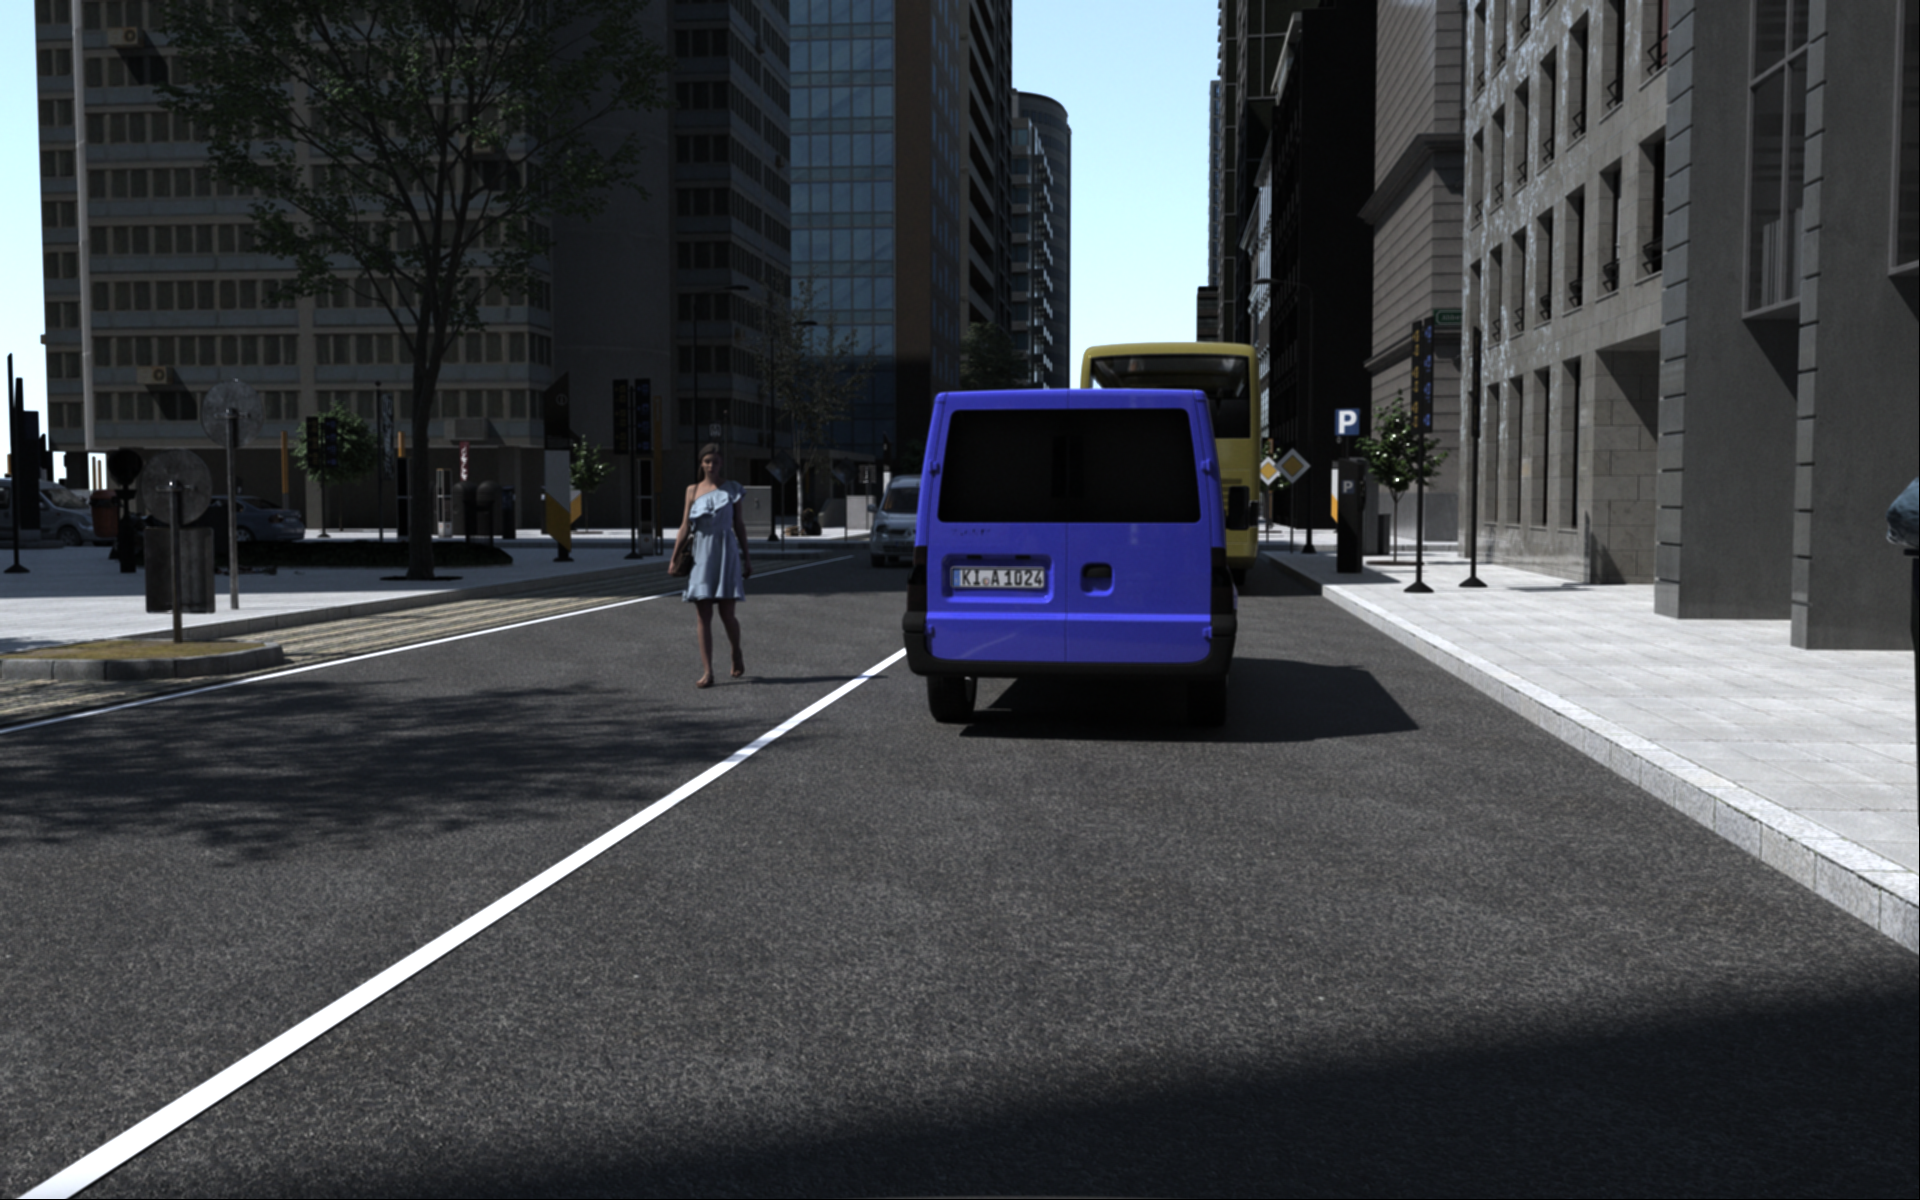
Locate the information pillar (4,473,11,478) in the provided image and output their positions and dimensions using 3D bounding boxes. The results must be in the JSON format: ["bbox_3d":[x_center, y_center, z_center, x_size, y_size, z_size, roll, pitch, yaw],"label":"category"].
[{"bbox_3d":[-33.624,-3.481,61.414,0.304,2.012,0.304,1,4,10],"label":"information pillar"}]

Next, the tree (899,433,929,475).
[{"bbox_3d":[-1.515,-6.422,88.705,4.285,4.588,4.351,0,3,0],"label":"tree"}]

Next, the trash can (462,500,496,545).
[{"bbox_3d":[-10.815,-1.670,38.962,0.748,1.137,0.748,0,3,0],"label":"trash can"}]

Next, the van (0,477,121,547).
[{"bbox_3d":[-23.691,-2.300,44.617,4.112,2.044,2.013,0,4,7],"label":"van"}]

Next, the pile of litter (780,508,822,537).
[{"bbox_3d":[-4.913,-2.396,53.139,1.176,0.858,1.719,3,5,40],"label":"pile of litter"}]

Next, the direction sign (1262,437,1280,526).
[{"bbox_3d":[12.422,-4.729,69.317,0.876,3.537,0.379,-2,4,-27],"label":"direction sign"}]

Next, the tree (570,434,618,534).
[{"bbox_3d":[-12.225,-3.775,56.323,1.663,3.219,1.824,0,3,0],"label":"tree"}]

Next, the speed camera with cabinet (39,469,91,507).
[{"bbox_3d":[-31.674,-4.067,60.839,2.038,3.252,0.660,-2,4,-27],"label":"speed camera with cabinet"}]

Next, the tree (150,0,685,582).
[{"bbox_3d":[-7.887,-6.105,25.566,9.928,11.665,9.643,0,3,0],"label":"tree"}]

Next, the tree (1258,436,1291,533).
[{"bbox_3d":[10.094,-3.842,57.425,1.663,3.219,1.824,0,3,0],"label":"tree"}]

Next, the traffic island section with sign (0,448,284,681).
[{"bbox_3d":[-6.721,-0.339,14.168,1.989,1.847,2.006,0,4,6],"label":"traffic island section with sign"}]

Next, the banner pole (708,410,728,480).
[{"bbox_3d":[-7.169,-3.776,51.756,0.863,3.779,0.401,-3,5,-41],"label":"banner pole"}]

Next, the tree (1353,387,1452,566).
[{"bbox_3d":[8.043,-2.249,31.373,1.663,3.219,1.824,0,3,0],"label":"tree"}]

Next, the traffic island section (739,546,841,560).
[{"bbox_3d":[-3.980,-1.005,38.717,2.009,0.180,2.903,0,4,6],"label":"traffic island section"}]

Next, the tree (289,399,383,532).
[{"bbox_3d":[-21.282,-4.618,59.210,4.285,4.588,4.351,0,3,0],"label":"tree"}]

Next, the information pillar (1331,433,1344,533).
[{"bbox_3d":[12.493,-4.031,57.268,0.183,3.616,0.504,-2,4,-31],"label":"information pillar"}]

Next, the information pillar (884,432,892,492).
[{"bbox_3d":[-2.740,-4.527,65.367,0.183,3.616,0.504,-2,4,-31],"label":"information pillar"}]

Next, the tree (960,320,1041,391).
[{"bbox_3d":[1.836,-11.945,113.425,7.486,12.596,7.792,0,3,0],"label":"tree"}]

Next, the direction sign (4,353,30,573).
[{"bbox_3d":[-15.412,-2.214,28.197,0.379,3.537,0.876,-2,4,-31],"label":"direction sign"}]

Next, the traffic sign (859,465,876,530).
[{"bbox_3d":[-3.293,-3.630,61.482,0.606,2.300,0.079,1,4,11],"label":"traffic sign"}]

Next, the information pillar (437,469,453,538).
[{"bbox_3d":[-15.127,-2.835,50.851,0.304,2.012,0.304,3,5,40],"label":"information pillar"}]

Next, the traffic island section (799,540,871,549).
[{"bbox_3d":[-3.093,-1.491,46.652,2.009,0.180,2.903,0,4,6],"label":"traffic island section"}]

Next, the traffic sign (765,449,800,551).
[{"bbox_3d":[-3.955,-2.141,38.652,0.795,2.450,0.064,0,4,6],"label":"traffic sign"}]

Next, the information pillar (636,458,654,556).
[{"bbox_3d":[-6.525,-1.921,35.907,0.304,2.012,0.304,-1,4,-17],"label":"information pillar"}]

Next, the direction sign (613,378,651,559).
[{"bbox_3d":[-6.463,-2.580,34.178,0.876,3.537,0.379,2,4,25],"label":"direction sign"}]

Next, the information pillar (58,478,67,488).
[{"bbox_3d":[-42.202,-4.713,81.542,0.304,2.012,0.304,0,4,-8],"label":"information pillar"}]

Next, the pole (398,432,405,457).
[{"bbox_3d":[-18.269,-3.847,56.747,0.158,3.312,0.155,0,3,0],"label":"pole"}]

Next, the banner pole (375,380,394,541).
[{"bbox_3d":[-12.645,-2.940,38.087,0.863,3.779,0.401,3,5,44],"label":"banner pole"}]

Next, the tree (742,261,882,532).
[{"bbox_3d":[-4.927,-6.418,55.301,4.360,8.622,3.978,0,3,0],"label":"tree"}]

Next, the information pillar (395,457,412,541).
[{"bbox_3d":[-10.919,-1.819,34.230,0.304,2.012,0.304,1,4,20],"label":"information pillar"}]

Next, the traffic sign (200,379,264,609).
[{"bbox_3d":[-8.088,-1.170,19.235,0.768,2.556,0.104,1,4,10],"label":"traffic sign"}]

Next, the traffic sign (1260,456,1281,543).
[{"bbox_3d":[8.055,-2.550,45.329,0.795,2.450,0.064,0,4,6],"label":"traffic sign"}]

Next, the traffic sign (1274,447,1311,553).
[{"bbox_3d":[7.167,-2.064,37.393,0.795,2.450,0.064,0,4,6],"label":"traffic sign"}]

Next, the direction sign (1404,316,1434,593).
[{"bbox_3d":[6.000,-1.868,22.545,0.379,3.537,0.876,0,4,-2],"label":"direction sign"}]

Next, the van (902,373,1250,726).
[{"bbox_3d":[0.981,-0.494,12.463,2.240,2.365,5.245,1,4,8],"label":"van"}]

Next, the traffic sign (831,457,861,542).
[{"bbox_3d":[-3.068,-2.627,46.588,0.795,2.450,0.064,0,4,6],"label":"traffic sign"}]

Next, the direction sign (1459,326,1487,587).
[{"bbox_3d":[7.098,-1.948,23.854,0.379,3.537,0.876,1,4,22],"label":"direction sign"}]

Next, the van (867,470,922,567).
[{"bbox_3d":[-0.825,-1.735,35.382,2.013,2.044,4.112,0,4,4],"label":"van"}]

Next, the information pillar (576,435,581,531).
[{"bbox_3d":[-13.361,-4.191,59.872,0.504,3.616,0.183,-2,4,-27],"label":"information pillar"}]

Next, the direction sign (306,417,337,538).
[{"bbox_3d":[-18.762,-3.608,50.981,0.876,3.537,0.379,-3,5,-40],"label":"direction sign"}]

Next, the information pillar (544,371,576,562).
[{"bbox_3d":[-7.618,-2.536,32.825,0.504,3.616,0.183,-2,4,-35],"label":"information pillar"}]

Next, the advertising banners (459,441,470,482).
[{"bbox_3d":[-16.863,-3.736,57.272,2.074,3.025,0.090,3,4,36],"label":"advertising banners"}]

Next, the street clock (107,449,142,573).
[{"bbox_3d":[-13.587,-1.447,28.228,0.471,2.002,0.358,-3,5,-42],"label":"street clock"}]

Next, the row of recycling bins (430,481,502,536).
[{"bbox_3d":[-15.578,-2.858,53.840,3.534,1.692,1.069,2,4,33],"label":"row of recycling bins"}]
